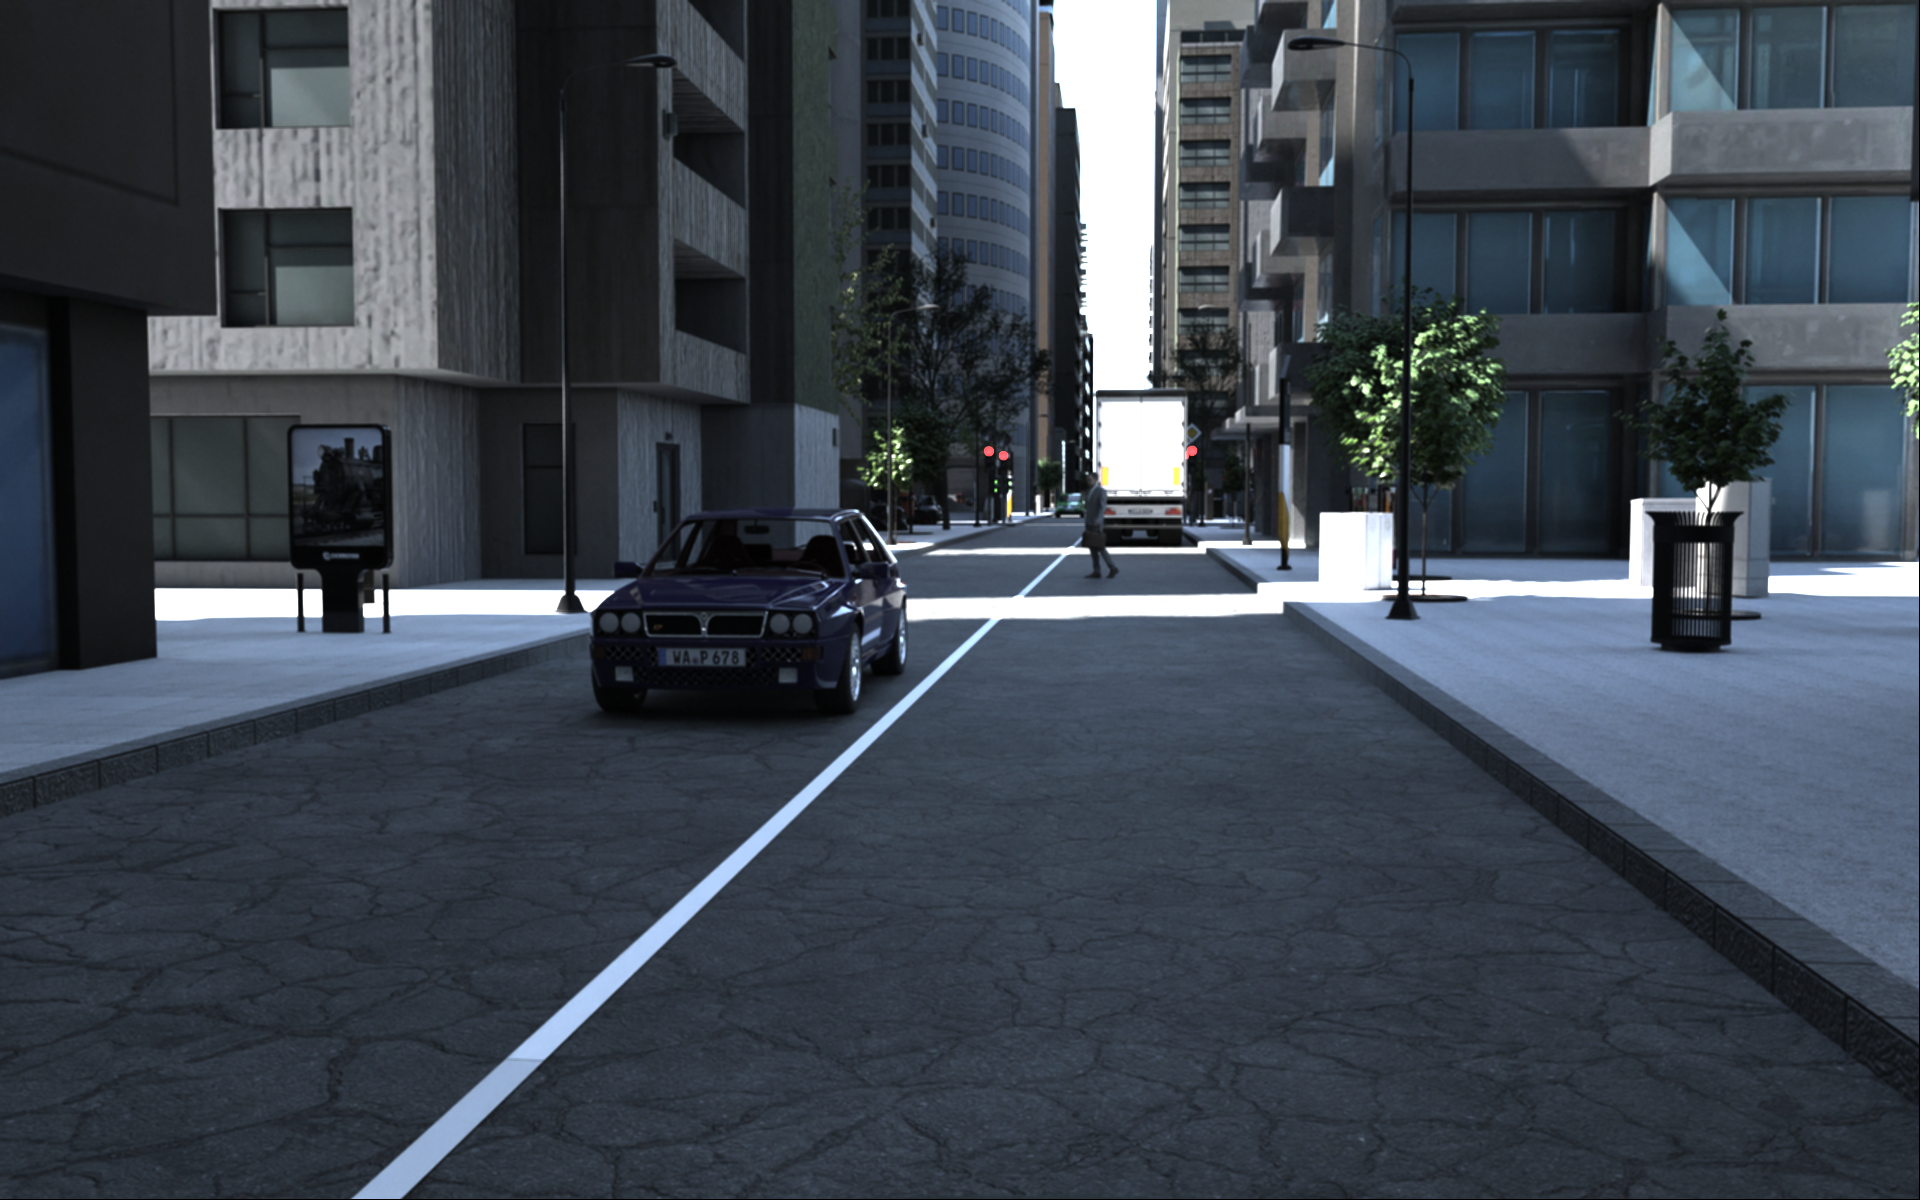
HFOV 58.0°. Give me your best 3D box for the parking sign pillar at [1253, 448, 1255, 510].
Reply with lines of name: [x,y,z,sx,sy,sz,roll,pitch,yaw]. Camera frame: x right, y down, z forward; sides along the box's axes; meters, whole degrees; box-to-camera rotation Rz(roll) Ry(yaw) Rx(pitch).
parking sign pillar: [17.680,-6.861,100.652,1.447,3.967,1.447,1,4,15]

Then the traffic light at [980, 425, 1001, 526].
traffic light: [1.197,-4.904,69.101,0.839,4.253,0.868,0,4,6]

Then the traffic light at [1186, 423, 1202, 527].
traffic light: [9.122,-4.858,68.345,0.839,4.253,0.868,0,4,6]

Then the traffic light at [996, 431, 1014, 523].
traffic light: [1.974,-5.390,77.048,0.839,4.253,0.868,0,4,6]

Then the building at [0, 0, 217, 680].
building: [-13.481,-21.780,6.210,14.600,45.320,14.200,0,4,6]

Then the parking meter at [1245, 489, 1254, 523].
parking meter: [12.752,-4.154,76.324,0.372,1.533,0.369,0,3,0]

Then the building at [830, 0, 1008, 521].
building: [-14.060,-24.303,89.242,32.217,40.220,23.993,0,4,6]

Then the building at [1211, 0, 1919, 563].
building: [19.082,-26.014,44.930,23.786,49.044,30.456,0,4,6]

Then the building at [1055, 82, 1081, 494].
building: [3.563,-35.782,208.735,21.300,48.544,21.600,0,4,6]

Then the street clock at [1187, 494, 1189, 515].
street clock: [13.831,-6.122,104.662,0.471,2.002,0.358,2,4,34]

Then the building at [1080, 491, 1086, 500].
building: [1.982,-34.098,249.380,32.217,40.220,23.993,0,4,6]

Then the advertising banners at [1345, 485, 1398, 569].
advertising banners: [7.243,-2.031,29.390,2.074,3.025,0.090,-3,4,-38]

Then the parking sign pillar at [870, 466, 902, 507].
parking sign pillar: [-2.869,-4.880,68.264,1.447,3.967,1.447,0,4,8]

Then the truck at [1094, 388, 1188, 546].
truck: [5.366,-3.835,51.616,2.839,4.237,11.283,0,4,6]

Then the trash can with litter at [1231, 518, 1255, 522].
trash can with litter: [13.732,-4.279,81.024,2.233,1.210,1.678,2,4,26]

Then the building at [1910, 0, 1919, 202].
building: [40.879,-22.735,55.310,14.086,41.232,14.154,0,4,6]

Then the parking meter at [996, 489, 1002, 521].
parking meter: [1.798,-4.504,82.053,0.372,1.533,0.369,0,3,0]

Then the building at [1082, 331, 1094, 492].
building: [15.969,-32.246,298.923,14.160,30.474,14.107,0,4,6]

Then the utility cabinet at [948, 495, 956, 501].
utility cabinet: [-0.729,-6.184,112.269,1.020,1.237,0.306,-1,4,-12]

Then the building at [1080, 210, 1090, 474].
building: [9.274,-40.159,276.203,23.786,49.044,30.456,0,4,6]

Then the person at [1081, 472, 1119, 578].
person: [2.307,-1.284,29.612,0.853,1.813,0.709,-2,4,-33]

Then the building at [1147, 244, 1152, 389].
building: [42.874,-39.086,293.683,22.147,44.769,28.867,0,4,6]

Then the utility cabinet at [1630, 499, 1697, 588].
utility cabinet: [9.766,-0.776,23.843,1.020,1.237,0.306,-1,4,-9]

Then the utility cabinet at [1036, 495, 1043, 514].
utility cabinet: [5.115,-6.151,111.733,0.306,1.237,1.020,1,4,13]

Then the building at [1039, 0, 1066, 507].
building: [0.290,-53.141,181.519,22.319,86.520,31.000,0,4,6]

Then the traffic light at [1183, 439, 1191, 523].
traffic light: [9.899,-5.344,76.292,0.839,4.253,0.868,0,4,6]

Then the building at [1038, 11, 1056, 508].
building: [1.577,-31.185,159.986,14.600,45.320,14.200,0,4,6]

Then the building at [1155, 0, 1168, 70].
building: [31.511,-39.452,187.042,21.231,58.520,28.212,0,4,6]

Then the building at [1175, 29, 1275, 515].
building: [20.900,-20.780,111.462,14.160,30.474,14.107,0,4,6]

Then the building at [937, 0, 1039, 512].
building: [-5.496,-35.708,125.827,21.231,58.520,28.212,0,4,6]

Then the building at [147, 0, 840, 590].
building: [-10.125,-15.710,28.553,14.160,30.474,14.107,0,4,6]

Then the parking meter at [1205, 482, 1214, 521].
parking meter: [11.942,-4.717,82.834,0.399,1.863,0.255,0,4,-5]

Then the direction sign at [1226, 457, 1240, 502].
direction sign: [16.527,-6.909,104.958,0.876,3.537,0.379,-1,4,-13]

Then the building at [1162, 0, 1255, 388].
building: [29.932,-32.950,162.441,21.300,48.544,21.600,0,4,6]

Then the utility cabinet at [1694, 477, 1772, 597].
utility cabinet: [9.734,-0.803,21.809,0.318,1.500,1.173,0,4,-7]

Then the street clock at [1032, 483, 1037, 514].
street clock: [4.729,-6.405,109.288,0.358,2.002,0.471,0,4,4]

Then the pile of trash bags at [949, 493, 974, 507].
pile of trash bags: [-0.064,-6.083,109.207,1.912,1.369,3.447,0,4,-2]

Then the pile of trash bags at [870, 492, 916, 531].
pile of trash bags: [-2.614,-3.139,61.082,1.912,1.369,3.447,2,4,31]

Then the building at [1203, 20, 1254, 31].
building: [31.176,-27.242,137.291,32.217,40.220,23.993,0,4,6]

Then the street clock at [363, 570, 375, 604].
street clock: [-6.948,-0.956,20.208,0.471,2.002,0.358,-1,4,-13]
